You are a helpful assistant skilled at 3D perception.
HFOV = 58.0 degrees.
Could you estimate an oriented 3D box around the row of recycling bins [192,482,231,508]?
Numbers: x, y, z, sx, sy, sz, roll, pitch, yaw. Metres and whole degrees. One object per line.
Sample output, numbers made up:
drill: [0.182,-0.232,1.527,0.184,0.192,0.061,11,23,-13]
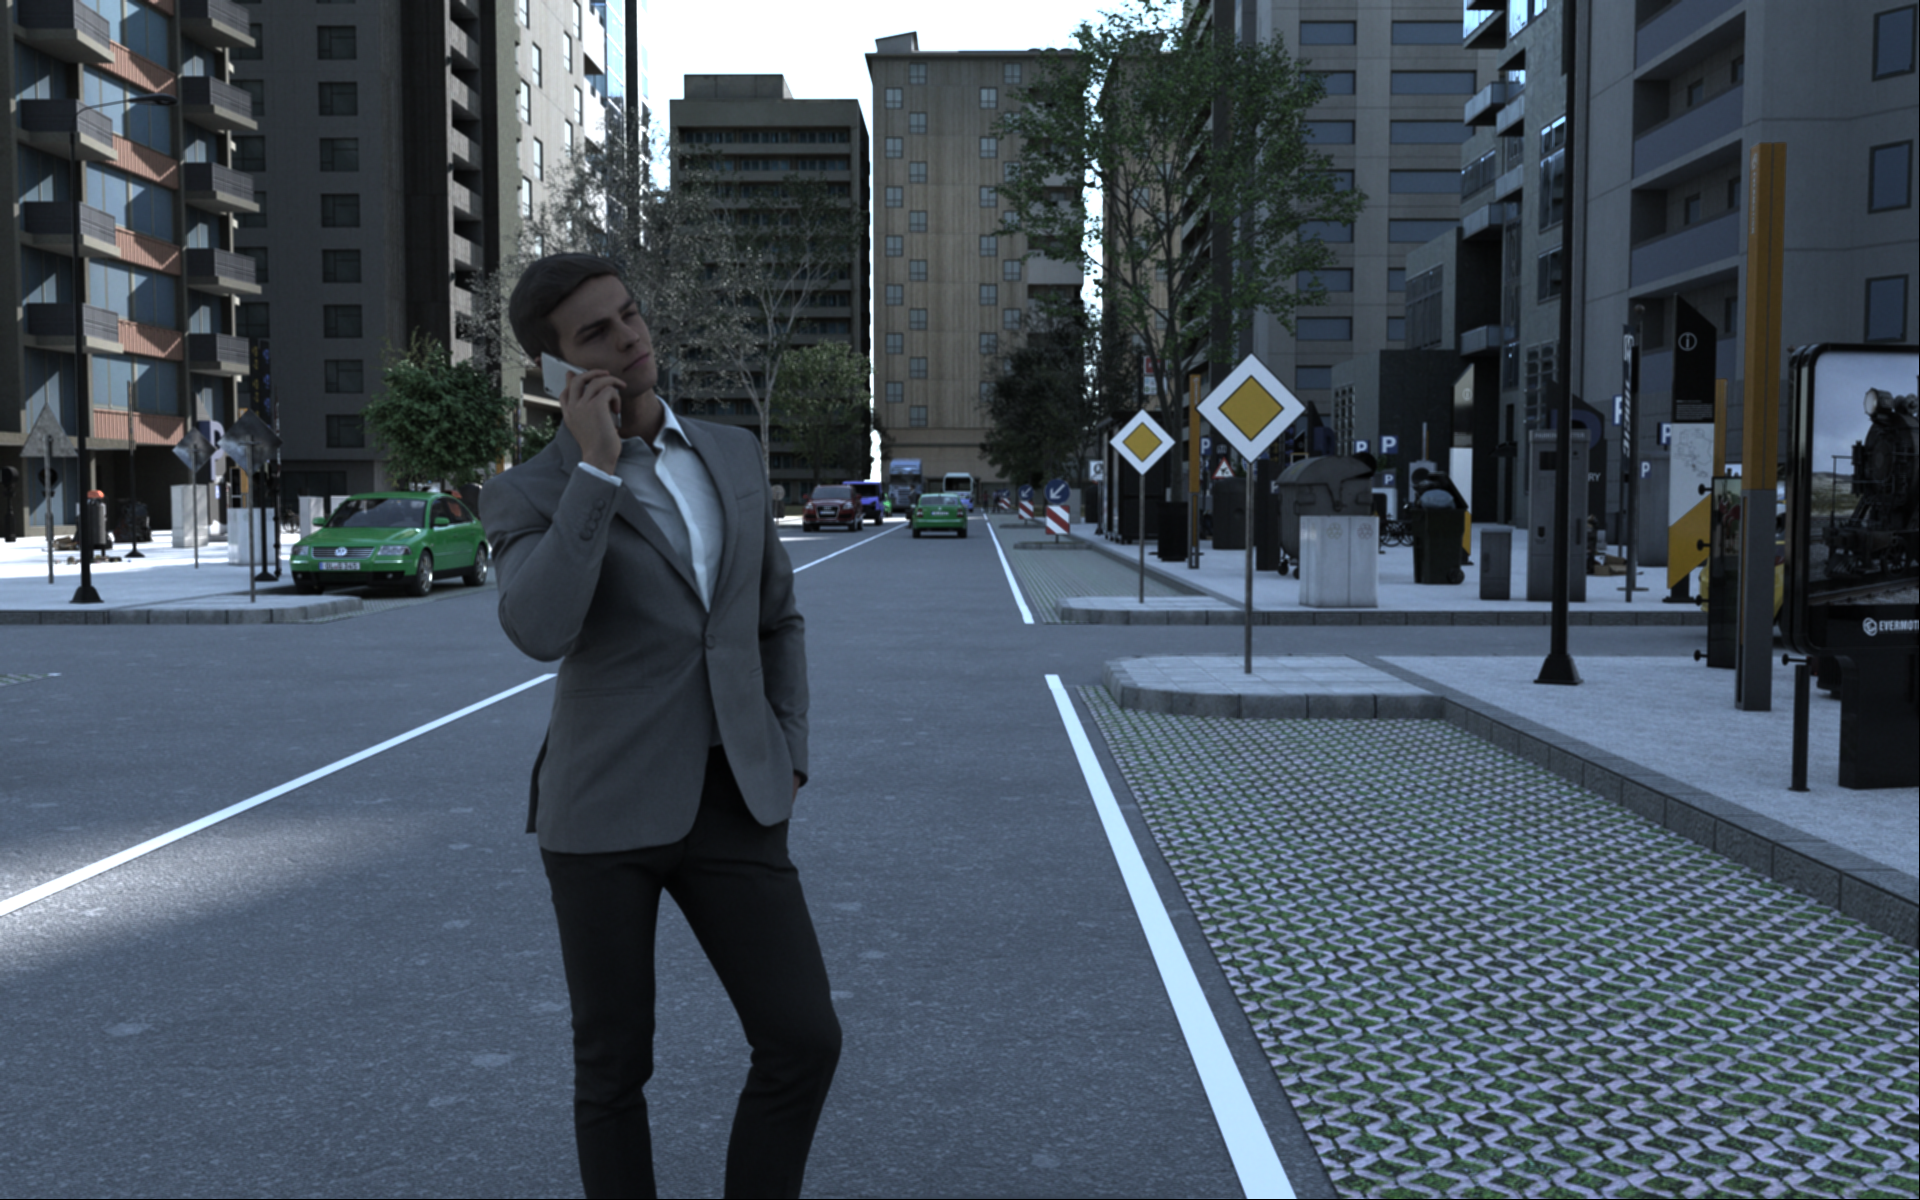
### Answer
row of recycling bins: [-24.118,-2.981,55.848,1.069,1.692,3.534,-1,4,-11]

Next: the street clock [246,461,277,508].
street clock: [-14.655,-1.937,36.247,0.358,2.002,0.471,3,5,42]

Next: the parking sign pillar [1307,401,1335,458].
parking sign pillar: [10.536,-3.795,50.520,1.447,3.967,1.447,2,4,31]

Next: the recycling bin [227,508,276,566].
recycling bin: [-12.784,-1.149,31.335,0.722,1.027,0.722,-3,4,-39]

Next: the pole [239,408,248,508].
pole: [-17.018,-2.898,41.224,0.158,3.312,0.155,0,3,0]

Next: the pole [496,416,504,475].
pole: [-11.580,-3.045,43.633,0.158,3.312,0.155,0,3,0]

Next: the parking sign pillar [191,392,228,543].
parking sign pillar: [-20.059,-3.536,46.294,1.447,3.967,1.447,0,4,-4]

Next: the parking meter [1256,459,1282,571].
parking meter: [5.174,-1.424,28.986,0.399,1.863,0.255,-3,4,-38]

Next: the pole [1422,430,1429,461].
pole: [14.924,-3.778,55.617,0.158,3.312,0.155,0,3,0]

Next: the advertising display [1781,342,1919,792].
advertising display: [4.045,-0.142,7.539,0.974,1.923,0.123,-1,4,-13]

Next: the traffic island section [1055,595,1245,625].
traffic island section: [2.155,0.116,20.389,2.009,0.180,2.903,0,4,1]

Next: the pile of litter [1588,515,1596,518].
pile of litter: [13.059,-1.391,36.701,1.176,0.858,1.719,1,4,19]

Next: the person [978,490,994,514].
person: [1.891,-7.202,126.965,1.217,1.743,0.721,1,4,13]

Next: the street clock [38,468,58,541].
street clock: [-24.926,-2.618,47.379,0.471,2.002,0.358,-2,4,-30]

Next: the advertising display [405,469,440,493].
advertising display: [-12.444,-2.144,40.270,0.123,1.923,0.974,3,4,36]

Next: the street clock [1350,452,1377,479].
street clock: [6.912,-1.546,29.843,0.471,2.002,0.358,0,4,-2]

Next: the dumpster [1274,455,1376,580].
dumpster: [5.604,-1.274,26.591,1.264,1.857,1.865,0,4,1]

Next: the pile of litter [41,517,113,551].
pile of litter: [-20.171,-1.567,39.587,1.176,0.858,1.719,3,5,40]

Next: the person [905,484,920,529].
person: [-1.907,-3.863,71.622,0.822,1.834,0.622,-1,4,-20]

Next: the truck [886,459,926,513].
truck: [-3.959,-9.000,136.906,2.967,4.110,18.799,0,4,1]

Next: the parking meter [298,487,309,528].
parking meter: [-24.502,-3.441,64.670,0.372,1.533,0.369,0,3,0]

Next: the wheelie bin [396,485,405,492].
wheelie bin: [-20.293,-3.367,62.954,0.693,1.594,0.980,-1,4,-23]

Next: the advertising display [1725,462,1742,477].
advertising display: [15.286,-1.804,34.714,0.974,1.923,0.123,3,5,40]

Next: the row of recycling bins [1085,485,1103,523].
row of recycling bins: [7.306,-4.274,76.992,3.534,1.692,1.069,-1,4,-15]

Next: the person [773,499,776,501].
person: [-18.780,-10.189,175.811,0.721,1.743,1.217,-2,4,-32]

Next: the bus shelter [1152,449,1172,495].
bus shelter: [7.434,-4.652,67.347,1.731,3.624,6.357,0,4,0]

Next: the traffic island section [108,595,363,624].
traffic island section: [-8.386,0.109,20.491,2.009,0.180,2.903,0,4,1]

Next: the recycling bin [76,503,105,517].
recycling bin: [-24.522,-2.222,48.876,0.722,1.027,0.722,-2,4,-28]

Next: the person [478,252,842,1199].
person: [-0.455,0.360,2.788,0.592,1.802,0.473,-1,4,-20]

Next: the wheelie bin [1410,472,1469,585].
wheelie bin: [6.814,-1.028,24.710,0.693,1.594,0.980,0,4,-6]

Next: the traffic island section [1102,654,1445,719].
traffic island section: [2.081,0.604,12.404,2.009,0.180,2.903,0,4,1]

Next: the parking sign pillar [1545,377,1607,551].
parking sign pillar: [14.139,-3.139,39.787,1.447,3.967,1.447,0,4,5]

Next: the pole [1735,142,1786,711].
pole: [4.716,-1.001,10.205,0.158,3.312,0.155,0,3,0]

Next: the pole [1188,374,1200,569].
pole: [4.010,-2.190,29.658,0.158,3.312,0.155,0,3,0]

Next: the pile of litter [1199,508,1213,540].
pile of litter: [7.266,-2.127,48.740,1.719,0.858,1.176,-2,4,-32]

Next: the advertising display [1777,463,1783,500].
advertising display: [16.685,-1.871,35.797,0.974,1.923,0.123,2,4,25]

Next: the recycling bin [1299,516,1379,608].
recycling bin: [4.324,-0.442,19.787,0.722,1.027,0.722,0,4,-6]

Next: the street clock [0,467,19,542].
street clock: [-25.205,-2.529,45.914,0.471,2.002,0.358,1,4,14]

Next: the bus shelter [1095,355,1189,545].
bus shelter: [4.918,-4.291,47.797,2.179,5.291,8.768,0,4,1]

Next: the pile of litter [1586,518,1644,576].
pile of litter: [10.104,-0.828,27.502,1.719,0.858,1.176,-1,4,-8]

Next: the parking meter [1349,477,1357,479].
parking meter: [6.139,-1.348,27.753,0.399,1.863,0.255,-2,4,-24]

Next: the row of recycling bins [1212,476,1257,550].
row of recycling bins: [6.584,-2.099,41.432,1.069,1.692,3.534,1,4,14]

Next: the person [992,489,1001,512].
person: [2.864,-7.879,137.192,0.709,1.838,0.599,0,4,3]

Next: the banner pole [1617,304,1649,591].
banner pole: [8.826,-2.005,22.800,0.401,3.779,0.863,3,4,39]

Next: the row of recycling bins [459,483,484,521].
row of recycling bins: [-17.455,-3.537,64.940,1.069,1.692,3.534,2,4,25]

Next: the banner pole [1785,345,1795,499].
banner pole: [13.913,-2.382,28.968,0.401,3.779,0.863,1,4,11]

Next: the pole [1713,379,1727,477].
pole: [13.460,-2.255,30.718,0.158,3.312,0.155,0,3,0]

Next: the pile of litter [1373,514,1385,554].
pile of litter: [8.679,-1.448,37.632,1.176,0.858,1.719,1,4,22]
